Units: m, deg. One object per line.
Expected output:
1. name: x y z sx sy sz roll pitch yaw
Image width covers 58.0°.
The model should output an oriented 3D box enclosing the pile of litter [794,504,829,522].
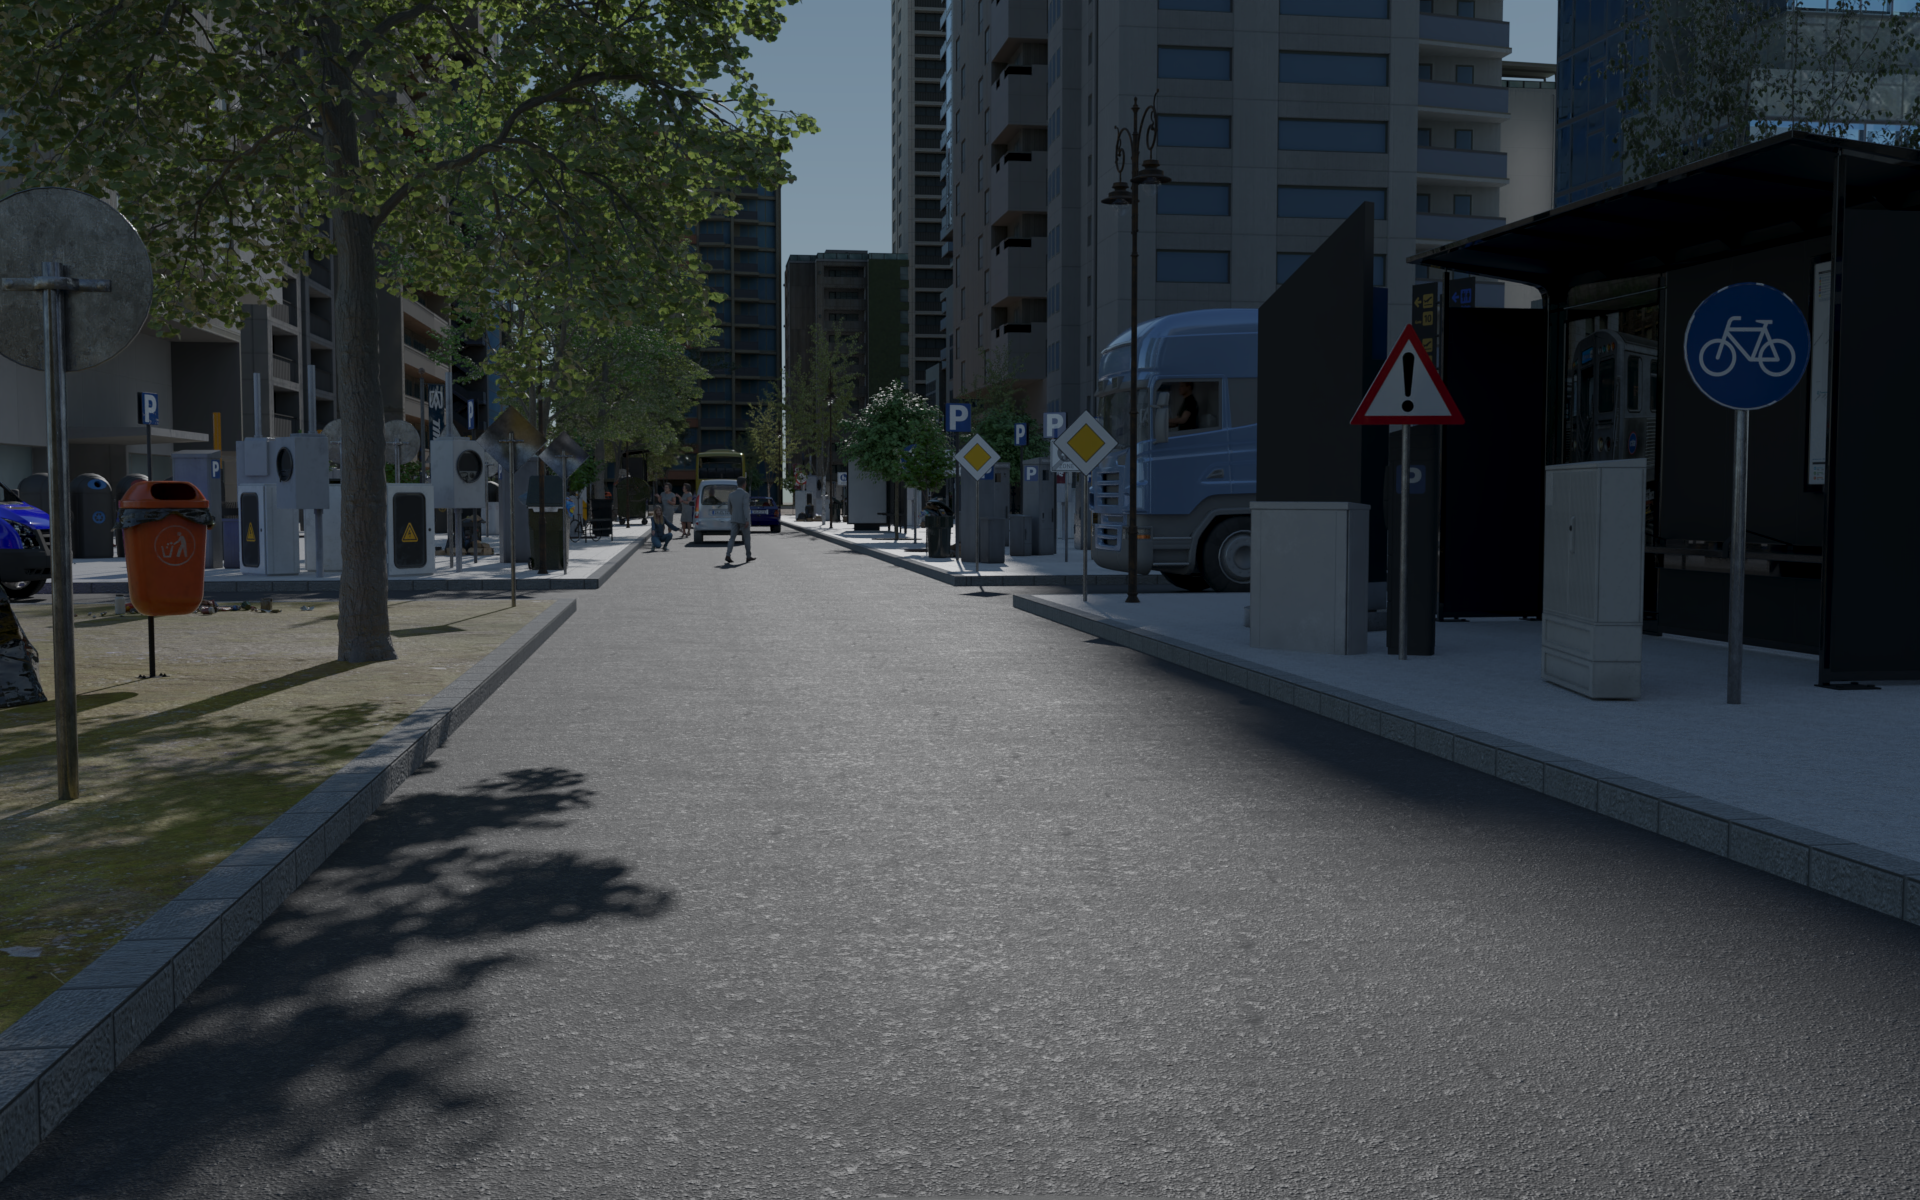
1. pile of litter: -6.859 -4.057 80.296 1.719 0.858 1.176 -1 4 -9

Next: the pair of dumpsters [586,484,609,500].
1. pair of dumpsters: -20.402 -5.751 96.524 1.574 2.255 4.437 -1 4 -9

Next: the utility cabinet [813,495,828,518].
1. utility cabinet: -7.706 -5.087 94.338 1.020 1.237 0.306 1 4 12

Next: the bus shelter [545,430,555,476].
1. bus shelter: -16.252 -4.557 65.788 1.731 3.624 6.357 -1 4 -9

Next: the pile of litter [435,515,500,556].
1. pile of litter: -10.304 -1.367 36.317 1.719 0.858 1.176 1 4 19

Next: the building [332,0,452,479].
1. building: -44.553 -29.650 108.473 21.300 48.544 21.600 -1 4 -9

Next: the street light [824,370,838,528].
1. street light: -4.819 -5.614 64.572 0.468 5.910 1.993 -1 4 -9

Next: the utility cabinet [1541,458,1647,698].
1. utility cabinet: 4.085 -0.157 11.245 0.318 1.500 1.173 0 4 4

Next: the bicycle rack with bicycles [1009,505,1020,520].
1. bicycle rack with bicycles: 3.663 -4.033 79.319 2.925 0.926 2.852 0 4 0

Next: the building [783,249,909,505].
1. building: -13.753 -26.674 207.814 14.107 30.474 14.160 -1 4 -9

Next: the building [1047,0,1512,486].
1. building: 15.292 -33.616 91.622 21.231 58.520 28.212 -1 4 -9

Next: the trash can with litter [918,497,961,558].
1. trash can with litter: -0.307 -1.443 34.983 0.624 1.170 1.055 3 4 38

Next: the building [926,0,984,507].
1. building: 6.626 -51.268 150.902 22.319 86.520 31.000 -1 4 -9

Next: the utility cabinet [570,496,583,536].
1. utility cabinet: -12.096 -2.567 53.140 1.020 1.237 0.306 -3 4 -38

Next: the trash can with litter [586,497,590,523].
1. trash can with litter: -16.408 -3.931 75.662 0.624 1.170 1.055 0 4 5

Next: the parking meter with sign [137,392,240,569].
1. parking meter with sign: -13.139 -2.053 29.825 1.738 3.016 0.543 0 4 2

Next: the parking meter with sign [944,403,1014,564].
1. parking meter with sign: 0.319 -2.222 32.591 0.543 3.016 1.738 -2 4 -26

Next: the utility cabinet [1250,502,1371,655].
1. utility cabinet: 2.860 -0.186 14.208 0.306 1.237 1.020 -3 5 -40

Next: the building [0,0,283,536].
1. building: -37.993 -28.410 53.742 28.713 52.752 27.495 -1 4 -9

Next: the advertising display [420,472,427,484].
1. advertising display: -15.617 -2.768 50.471 0.123 1.923 0.974 -1 4 -12

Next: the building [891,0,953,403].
1. building: 2.882 -47.361 212.610 20.611 71.187 20.563 -1 4 -9

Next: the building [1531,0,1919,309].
1. building: 34.657 -45.474 56.167 31.000 86.520 22.319 -1 4 -9

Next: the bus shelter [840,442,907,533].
1. bus shelter: -2.844 -3.956 58.610 2.014 3.302 5.546 -1 4 -9

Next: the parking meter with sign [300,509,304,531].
1. parking meter with sign: -23.285 -3.892 59.894 0.543 3.016 1.738 3 5 42

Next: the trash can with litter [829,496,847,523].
1. trash can with litter: -5.385 -4.086 78.195 1.055 1.170 0.624 1 4 15

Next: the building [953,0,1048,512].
1. building: 14.666 -32.596 122.181 28.713 52.752 27.495 -1 4 -9

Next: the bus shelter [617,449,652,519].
1. bus shelter: -17.006 -6.097 90.975 1.731 3.624 6.357 -1 4 -9

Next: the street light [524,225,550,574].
1. street light: -6.705 -3.356 27.663 0.468 5.910 1.993 -1 4 -9

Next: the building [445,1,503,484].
1. building: -48.394 -30.694 151.955 14.200 45.320 14.600 -1 4 -9

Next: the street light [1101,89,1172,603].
1. street light: 2.043 -2.907 20.324 0.468 5.910 1.993 -1 4 -9

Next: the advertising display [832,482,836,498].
1. advertising display: -6.664 -5.295 91.793 0.123 1.923 0.974 0 3 0

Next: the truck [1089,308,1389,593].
1. truck: 10.610 -2.201 25.738 18.799 4.110 2.967 -1 4 -10

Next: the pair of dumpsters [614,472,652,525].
1. pair of dumpsters: -13.853 -4.335 73.375 1.574 2.255 4.437 -1 4 -9

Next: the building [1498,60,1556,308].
1. building: 49.204 -29.554 166.796 14.086 41.232 14.154 -1 4 -9

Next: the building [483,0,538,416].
1. building: -65.475 -54.386 201.881 31.000 86.520 22.319 -1 4 -9

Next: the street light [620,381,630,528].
1. street light: -12.522 -5.650 65.167 0.468 5.910 1.993 -1 4 -9

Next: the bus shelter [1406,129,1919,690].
1. bus shelter: 5.748 -1.415 14.414 1.731 3.624 6.357 -1 4 -9

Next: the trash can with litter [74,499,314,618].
1. trash can with litter: -8.216 -0.470 18.745 2.233 1.210 1.678 0 4 -6

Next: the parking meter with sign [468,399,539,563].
1. parking meter with sign: -8.230 -2.207 32.352 1.738 3.016 0.543 -2 4 -27

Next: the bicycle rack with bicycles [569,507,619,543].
1. bicycle rack with bicycles: -10.670 -2.014 46.315 2.852 0.926 2.925 1 4 12

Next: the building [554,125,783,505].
1. building: -35.732 -33.858 208.206 28.867 44.769 22.147 -1 4 -9

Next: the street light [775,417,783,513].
1. street light: -10.676 -7.933 102.494 0.468 5.910 1.993 -1 4 -9

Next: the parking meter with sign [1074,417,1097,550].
1. parking meter with sign: 2.953 -2.671 39.940 0.543 3.016 1.738 0 4 -8

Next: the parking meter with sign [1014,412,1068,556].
1. parking meter with sign: 1.621 -2.448 36.283 0.543 3.016 1.738 2 4 30

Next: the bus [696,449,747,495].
1. bus: -13.057 -6.312 94.748 2.896 3.916 12.252 0 4 -8

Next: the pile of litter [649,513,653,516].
1. pile of litter: -18.495 -5.352 101.478 1.176 0.858 1.719 0 4 2
